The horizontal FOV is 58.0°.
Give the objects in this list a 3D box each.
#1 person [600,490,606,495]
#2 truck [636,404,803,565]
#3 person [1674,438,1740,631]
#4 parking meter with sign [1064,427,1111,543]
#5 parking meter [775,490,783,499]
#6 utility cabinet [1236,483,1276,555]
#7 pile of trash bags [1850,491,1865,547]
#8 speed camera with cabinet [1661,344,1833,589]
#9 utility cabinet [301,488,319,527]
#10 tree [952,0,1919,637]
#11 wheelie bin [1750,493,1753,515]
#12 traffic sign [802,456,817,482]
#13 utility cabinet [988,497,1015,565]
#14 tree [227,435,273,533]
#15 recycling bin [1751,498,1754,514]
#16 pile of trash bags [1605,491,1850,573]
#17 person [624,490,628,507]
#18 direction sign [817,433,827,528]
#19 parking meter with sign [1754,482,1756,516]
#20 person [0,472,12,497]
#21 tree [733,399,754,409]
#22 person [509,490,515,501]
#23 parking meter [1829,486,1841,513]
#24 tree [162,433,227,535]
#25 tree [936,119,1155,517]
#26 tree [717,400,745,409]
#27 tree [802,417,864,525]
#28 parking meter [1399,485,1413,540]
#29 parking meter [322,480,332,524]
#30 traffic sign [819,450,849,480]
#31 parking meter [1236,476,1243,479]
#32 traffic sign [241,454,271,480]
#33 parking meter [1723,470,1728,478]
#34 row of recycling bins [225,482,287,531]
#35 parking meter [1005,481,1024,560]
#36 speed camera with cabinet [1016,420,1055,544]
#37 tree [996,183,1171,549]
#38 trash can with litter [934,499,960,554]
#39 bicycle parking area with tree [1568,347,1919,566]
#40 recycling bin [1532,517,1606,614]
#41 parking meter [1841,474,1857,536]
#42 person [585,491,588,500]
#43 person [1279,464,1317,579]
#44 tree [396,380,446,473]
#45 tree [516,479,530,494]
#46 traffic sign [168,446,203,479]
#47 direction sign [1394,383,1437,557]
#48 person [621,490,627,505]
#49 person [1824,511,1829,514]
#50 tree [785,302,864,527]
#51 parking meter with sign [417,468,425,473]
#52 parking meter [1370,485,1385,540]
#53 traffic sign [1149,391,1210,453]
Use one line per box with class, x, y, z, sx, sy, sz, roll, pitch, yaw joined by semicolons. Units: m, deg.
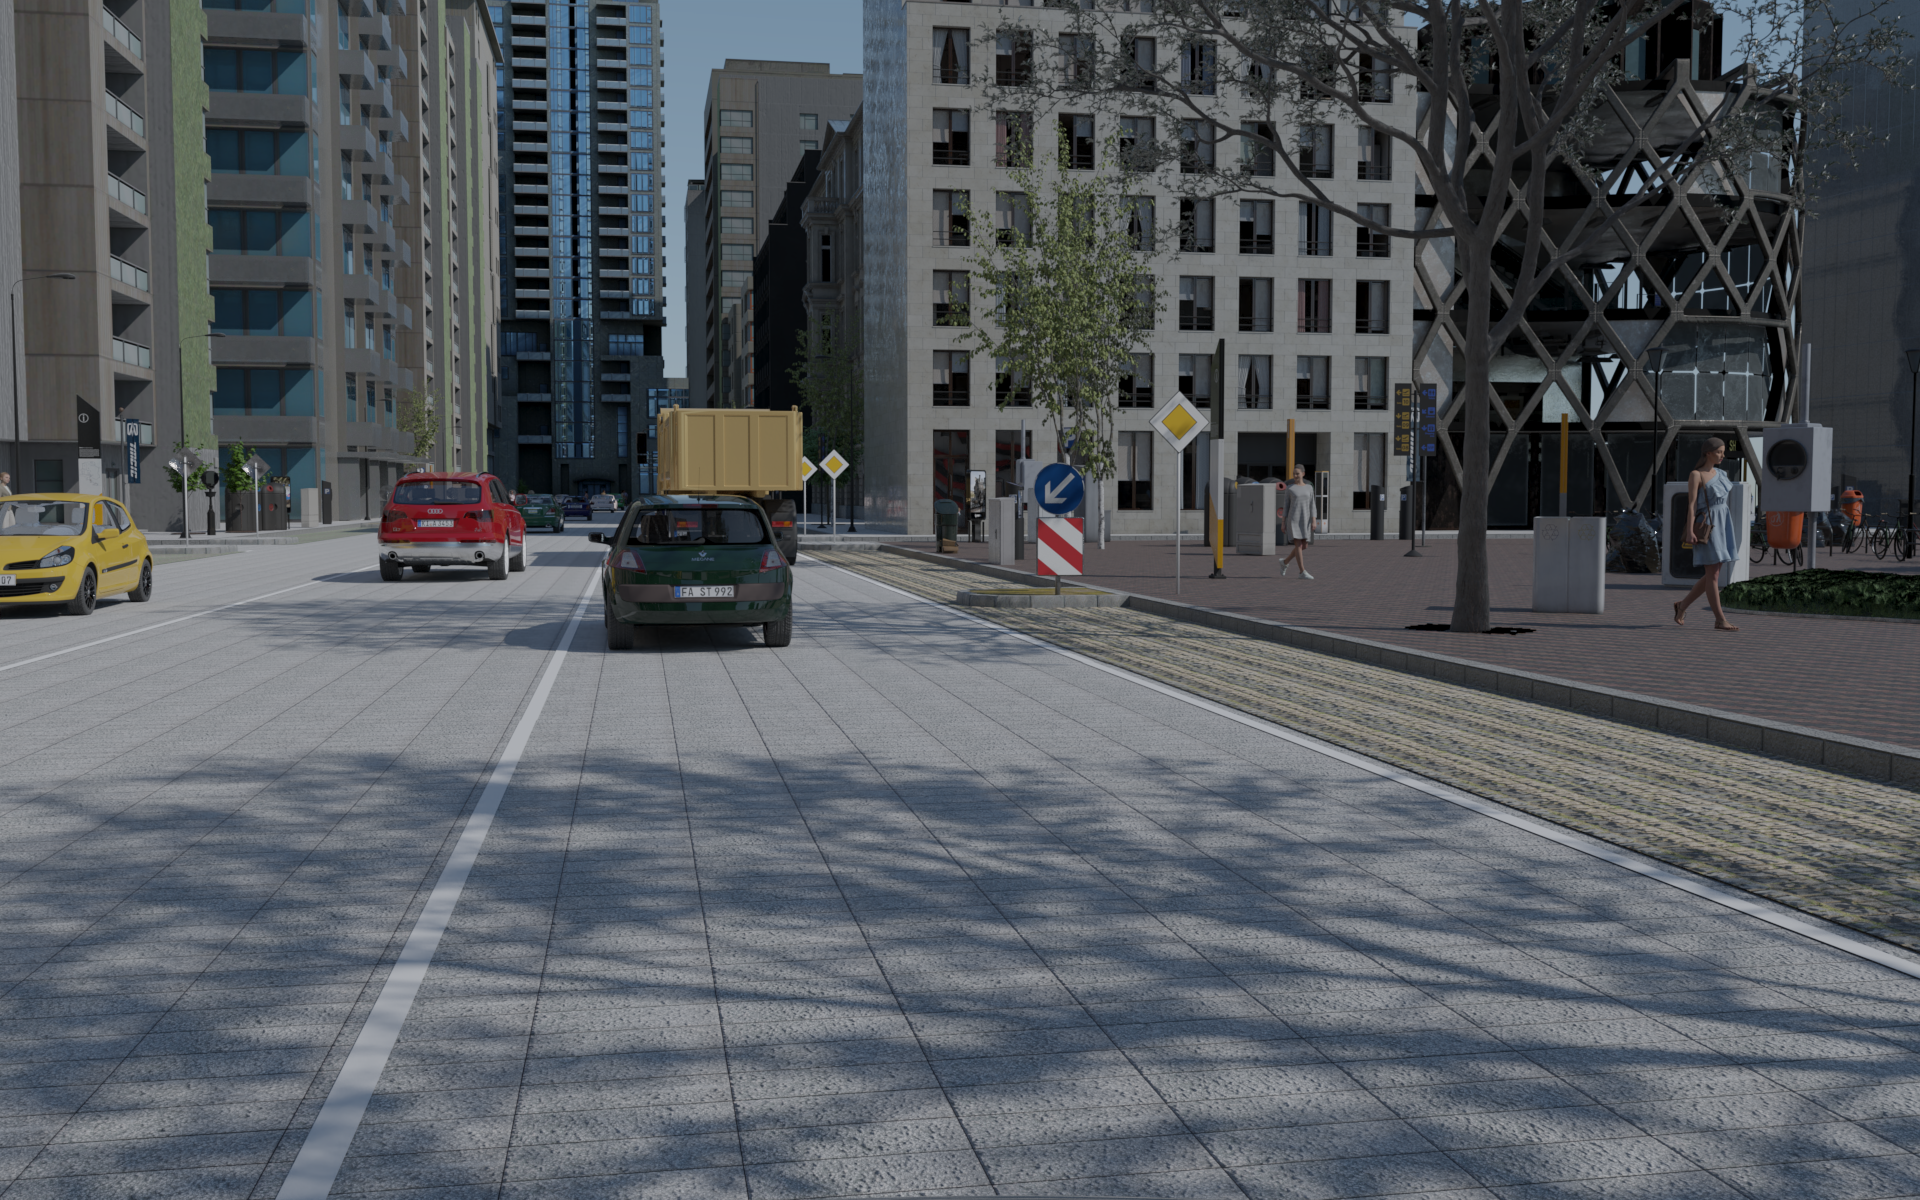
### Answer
person;-32.058;-9.009;155.890;1.348;1.812;0.705;1;4;16
truck;-5.276;-2.577;38.065;3.469;3.379;9.791;-1;4;-12
person;7.049;-0.628;16.409;0.616;1.811;0.778;-2;4;-25
parking meter with sign;3.373;-3.029;45.790;0.543;3.016;1.738;3;4;37
parking meter;-9.639;-5.285;92.114;0.399;1.863;0.255;3;5;40
utility cabinet;6.199;-1.693;36.361;0.318;1.500;1.173;-1;4;-18
pile of trash bags;21.238;-2.024;42.852;3.447;1.369;1.912;-2;4;-33
speed camera with cabinet;10.565;-1.772;23.306;0.660;3.252;2.038;-3;4;-39
utility cabinet;-24.993;-3.539;66.536;0.318;1.500;1.173;0;4;-4
tree;4.892;-6.452;15.860;12.009;13.543;11.850;0;3;0
wheelie bin;54.799;-6.936;121.311;0.980;1.594;0.693;-1;4;-20
traffic sign;-4.725;-3.106;52.974;0.795;2.593;0.064;-1;4;-11
utility cabinet;0.755;-1.264;31.833;0.306;1.237;1.020;-1;4;-11
tree;-23.780;-3.828;57.194;1.663;3.219;1.824;0;3;0
recycling bin;50.499;-6.041;111.326;0.722;1.027;0.722;-1;4;-15
pile of trash bags;11.932;-1.093;27.623;1.912;1.369;3.447;-2;4;-27
person;-36.145;-10.895;186.494;0.709;1.838;0.599;0;4;8
direction sign;-5.177;-4.454;64.823;0.379;3.537;0.876;-1;4;-20
parking meter with sign;47.511;-6.440;101.555;0.543;3.016;1.738;-3;5;-45
person;-20.875;-1.917;37.938;0.362;1.759;0.519;0;4;-5
tree;-15.975;-10.969;129.710;4.360;8.622;3.978;0;3;0
person;-36.436;-8.051;140.800;0.621;1.740;0.551;1;4;19
parking meter;25.964;-2.624;51.316;0.372;1.533;0.369;0;3;0
tree;-24.527;-3.690;54.935;1.663;3.219;1.824;0;3;0
tree;1.904;-5.069;33.240;4.737;8.622;4.395;0;3;0
tree;-17.845;-11.273;134.682;4.737;8.622;4.395;0;3;0
tree;-5.420;-5.413;72.216;4.285;4.588;4.351;0;3;0
parking meter;12.506;-2.455;48.556;0.372;1.533;0.369;0;3;0
parking meter;-26.776;-4.133;73.288;0.399;1.863;0.255;-2;4;-28
traffic sign;-3.255;-2.626;45.125;0.795;2.593;0.064;-1;4;-11
parking meter;8.989;-3.016;55.016;0.399;1.863;0.255;-2;4;-26
traffic sign;-20.353;-2.929;50.078;0.795;2.593;0.064;-1;4;-11
parking meter;18.679;-2.258;42.635;0.255;1.863;0.399;-1;4;-9
row of recycling bins;-24.459;-3.241;60.105;1.069;1.692;3.534;0;4;3
parking meter;1.070;-1.557;33.865;0.372;1.533;0.369;0;3;0
speed camera with cabinet;2.028;-3.125;45.423;0.660;3.252;2.038;-1;4;-15
tree;3.071;-5.489;40.100;4.360;8.622;3.978;0;3;0
trash can with litter;-0.209;-1.609;37.702;0.624;1.170;1.055;-1;4;-11
bicycle parking area with tree;16.269;-2.891;34.277;8.231;4.147;9.016;1;4;11
recycling bin;6.653;-0.389;18.912;0.722;1.027;0.722;1;4;22
parking meter;25.763;-2.722;50.218;0.399;1.863;0.255;1;4;12
person;-35.748;-9.551;165.363;0.721;1.736;1.217;0;4;7
person;5.102;-1.194;26.310;0.466;1.731;0.760;-3;4;-36
tree;-34.456;-9.723;109.341;4.737;8.622;4.395;0;3;0
tree;-50.556;-12.543;199.683;1.663;3.219;1.824;0;3;0
traffic sign;-18.883;-2.449;42.229;0.795;2.593;0.064;-1;4;-11
direction sign;9.300;-2.657;35.442;0.876;3.537;0.379;0;4;-5
person;-31.557;-9.413;162.405;0.705;1.824;1.348;-2;4;-30
person;26.345;-2.706;53.144;0.661;1.777;0.834;1;4;10
tree;-4.756;-7.167;67.539;4.737;8.622;4.395;0;3;0
parking meter with sign;-35.236;-7.196;113.915;0.543;3.016;1.738;-2;4;-34
parking meter;11.601;-2.430;48.139;0.372;1.533;0.369;0;3;0
traffic sign;2.809;-1.367;22.091;0.795;2.593;0.064;0;4;-8
